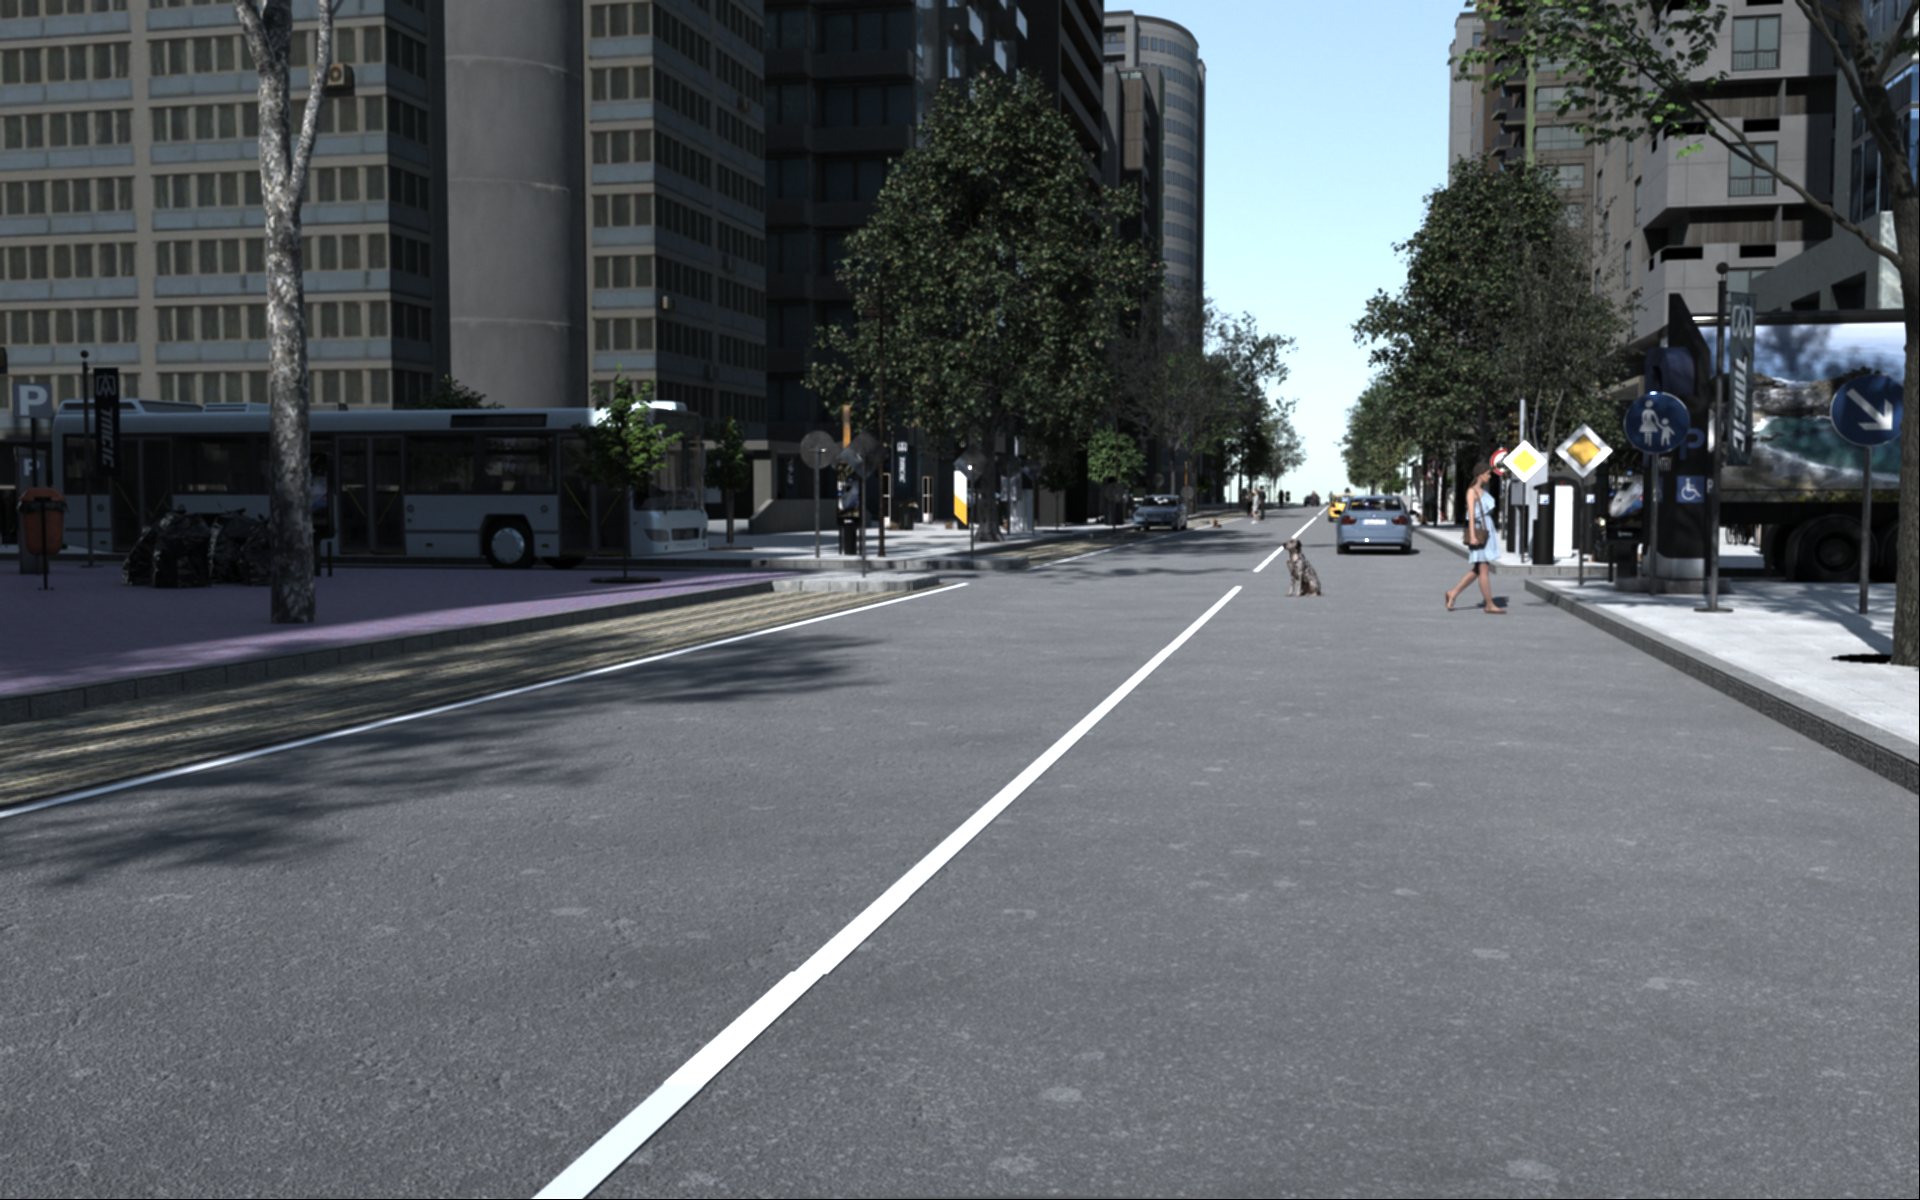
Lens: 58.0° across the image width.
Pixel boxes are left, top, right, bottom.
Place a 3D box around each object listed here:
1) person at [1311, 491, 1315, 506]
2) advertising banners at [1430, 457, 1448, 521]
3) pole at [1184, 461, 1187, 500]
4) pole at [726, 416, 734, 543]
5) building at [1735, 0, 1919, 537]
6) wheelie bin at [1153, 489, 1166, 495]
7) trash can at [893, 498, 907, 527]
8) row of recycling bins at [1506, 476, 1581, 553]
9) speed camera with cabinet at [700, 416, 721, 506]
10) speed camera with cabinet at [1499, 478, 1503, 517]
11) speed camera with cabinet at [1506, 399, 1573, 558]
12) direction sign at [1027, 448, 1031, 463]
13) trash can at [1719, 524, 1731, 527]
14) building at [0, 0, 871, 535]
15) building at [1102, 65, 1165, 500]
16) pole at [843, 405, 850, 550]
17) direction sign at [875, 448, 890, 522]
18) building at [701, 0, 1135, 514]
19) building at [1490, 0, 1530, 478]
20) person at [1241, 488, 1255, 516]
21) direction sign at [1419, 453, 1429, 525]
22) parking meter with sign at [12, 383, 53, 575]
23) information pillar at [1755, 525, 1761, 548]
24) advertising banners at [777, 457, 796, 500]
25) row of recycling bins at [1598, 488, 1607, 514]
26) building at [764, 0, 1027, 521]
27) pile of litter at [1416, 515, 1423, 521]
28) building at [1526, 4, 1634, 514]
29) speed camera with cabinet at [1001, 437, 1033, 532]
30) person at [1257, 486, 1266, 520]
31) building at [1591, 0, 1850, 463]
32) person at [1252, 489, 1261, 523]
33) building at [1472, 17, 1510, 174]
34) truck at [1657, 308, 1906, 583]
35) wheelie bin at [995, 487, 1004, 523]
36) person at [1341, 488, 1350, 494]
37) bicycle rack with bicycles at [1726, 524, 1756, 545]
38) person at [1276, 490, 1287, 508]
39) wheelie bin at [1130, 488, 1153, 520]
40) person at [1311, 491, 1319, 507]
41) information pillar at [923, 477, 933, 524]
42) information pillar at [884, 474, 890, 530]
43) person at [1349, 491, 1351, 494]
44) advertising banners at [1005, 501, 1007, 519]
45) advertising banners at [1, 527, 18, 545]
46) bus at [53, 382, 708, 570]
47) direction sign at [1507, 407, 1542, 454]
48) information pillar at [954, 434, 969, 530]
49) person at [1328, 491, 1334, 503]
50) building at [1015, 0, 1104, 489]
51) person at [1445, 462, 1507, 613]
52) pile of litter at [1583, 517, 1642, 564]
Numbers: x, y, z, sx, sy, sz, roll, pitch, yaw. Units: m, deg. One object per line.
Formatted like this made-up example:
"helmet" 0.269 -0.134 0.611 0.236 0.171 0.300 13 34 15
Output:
"person" 43.636 -12.576 214.097 1.348 1.826 0.705 3 5 43
"advertising banners" 22.794 -5.244 81.928 2.074 3.025 0.090 -3 5 -40
"pole" 14.031 -6.956 107.580 0.158 3.312 0.155 0 3 0
"pole" -6.025 -3.149 45.337 0.158 3.312 0.155 0 3 0
"building" 38.488 -44.778 44.789 31.000 86.520 22.319 1 4 12
"wheelie bin" 12.384 -6.099 107.619 0.980 1.594 0.693 2 4 29
"trash can" -2.220 -3.348 66.386 0.748 1.137 0.748 0 3 0
"row of recycling bins" 13.183 -1.962 39.198 1.069 1.692 3.534 2 4 34
"speed camera with cabinet" -6.750 -2.999 43.376 0.660 3.252 2.038 2 4 24
"speed camera with cabinet" 30.572 -6.228 96.169 0.660 3.252 2.038 0 4 -3
"speed camera with cabinet" 11.939 -2.520 35.533 0.660 3.252 2.038 0 4 -2
"direction sign" 3.332 -5.068 74.864 0.876 3.537 0.379 1 4 15
"trash can" 29.613 -3.379 66.903 0.748 1.137 0.748 0 3 0
"building" -20.686 -22.705 63.108 32.217 40.220 23.993 1 4 12
"building" 11.313 -29.274 162.229 14.154 41.232 14.086 1 4 12
"pole" -2.598 -2.807 39.733 0.158 3.312 0.155 0 3 0
"direction sign" -3.584 -5.369 79.773 0.876 3.537 0.379 -3 5 -43
"building" -1.847 -27.753 145.644 32.217 40.220 23.993 1 4 12
"building" 54.363 -29.608 138.721 22.147 44.769 28.867 1 4 12
"person" 18.738 -6.304 111.584 1.348 1.823 0.705 0 3 0
"direction sign" 19.281 -4.884 71.854 0.379 3.537 0.876 2 4 26
"parking meter with sign" -15.005 -1.943 28.022 0.543 3.016 1.738 -2 4 -30
"information pillar" 19.320 -2.269 41.588 0.304 2.012 0.304 0 4 7
"advertising banners" -8.320 -5.032 78.454 2.074 3.025 0.090 -2 4 -35
"row of recycling bins" 28.115 -4.343 78.124 3.534 1.692 1.069 2 4 32
"building" -8.662 -29.164 96.435 23.786 49.044 30.456 1 4 12
"pile of litter" 22.778 -4.290 84.098 1.719 0.858 1.176 -1 4 -19
"building" 45.750 -26.578 118.150 14.154 41.232 14.086 1 4 12
"speed camera with cabinet" 1.960 -3.968 59.210 0.660 3.252 2.038 1 4 19
"person" 16.550 -5.347 95.286 0.474 1.900 0.648 2 4 24
"building" 46.475 -30.198 82.972 28.713 52.752 27.495 1 4 12
"person" 14.525 -4.622 85.080 0.522 1.701 0.512 0 4 -3
"building" 54.941 -31.222 160.585 14.600 45.320 14.200 1 4 12
"truck" 16.912 -2.315 26.761 11.283 4.237 2.839 1 4 14
"wheelie bin" 1.492 -4.097 74.895 0.693 1.594 0.980 -2 4 -29
"person" 21.604 -5.410 97.226 0.793 1.790 0.793 -3 5 -39
"bicycle rack with bicycles" 19.740 -1.923 44.819 2.925 0.926 2.852 -3 5 -43
"person" 33.654 -10.587 181.224 1.348 1.869 0.705 3 5 44
"wheelie bin" 8.803 -4.716 85.007 0.980 1.594 0.693 1 4 20
"person" 39.624 -11.261 193.172 0.990 1.755 0.434 0 4 -2
"information pillar" -1.373 -4.238 73.785 0.304 2.012 0.304 2 4 35
"information pillar" -2.650 -3.516 61.973 0.304 2.012 0.304 0 4 -3
"person" 35.012 -8.975 156.037 0.742 1.727 0.445 -1 4 -18
"advertising banners" 2.702 -5.669 88.873 0.090 3.025 2.074 -1 4 -19
"advertising banners" -24.839 -2.919 43.912 2.074 3.025 0.090 0 4 2
"bus" -10.614 -2.326 32.897 13.247 3.499 2.948 1 4 13
"direction sign" 14.712 -3.255 45.217 0.876 3.537 0.379 3 4 37
"information pillar" 0.046 -4.317 61.930 0.504 3.616 0.183 1 4 23
"person" 46.366 -12.704 216.290 1.350 1.814 0.705 -2 4 -34
"building" -1.907 -30.483 122.105 21.300 48.544 21.600 1 4 12
"person" 6.217 -0.753 20.903 0.778 1.811 0.616 3 4 38
"pile of litter" 12.336 -1.138 32.575 1.176 0.858 1.719 1 4 8
